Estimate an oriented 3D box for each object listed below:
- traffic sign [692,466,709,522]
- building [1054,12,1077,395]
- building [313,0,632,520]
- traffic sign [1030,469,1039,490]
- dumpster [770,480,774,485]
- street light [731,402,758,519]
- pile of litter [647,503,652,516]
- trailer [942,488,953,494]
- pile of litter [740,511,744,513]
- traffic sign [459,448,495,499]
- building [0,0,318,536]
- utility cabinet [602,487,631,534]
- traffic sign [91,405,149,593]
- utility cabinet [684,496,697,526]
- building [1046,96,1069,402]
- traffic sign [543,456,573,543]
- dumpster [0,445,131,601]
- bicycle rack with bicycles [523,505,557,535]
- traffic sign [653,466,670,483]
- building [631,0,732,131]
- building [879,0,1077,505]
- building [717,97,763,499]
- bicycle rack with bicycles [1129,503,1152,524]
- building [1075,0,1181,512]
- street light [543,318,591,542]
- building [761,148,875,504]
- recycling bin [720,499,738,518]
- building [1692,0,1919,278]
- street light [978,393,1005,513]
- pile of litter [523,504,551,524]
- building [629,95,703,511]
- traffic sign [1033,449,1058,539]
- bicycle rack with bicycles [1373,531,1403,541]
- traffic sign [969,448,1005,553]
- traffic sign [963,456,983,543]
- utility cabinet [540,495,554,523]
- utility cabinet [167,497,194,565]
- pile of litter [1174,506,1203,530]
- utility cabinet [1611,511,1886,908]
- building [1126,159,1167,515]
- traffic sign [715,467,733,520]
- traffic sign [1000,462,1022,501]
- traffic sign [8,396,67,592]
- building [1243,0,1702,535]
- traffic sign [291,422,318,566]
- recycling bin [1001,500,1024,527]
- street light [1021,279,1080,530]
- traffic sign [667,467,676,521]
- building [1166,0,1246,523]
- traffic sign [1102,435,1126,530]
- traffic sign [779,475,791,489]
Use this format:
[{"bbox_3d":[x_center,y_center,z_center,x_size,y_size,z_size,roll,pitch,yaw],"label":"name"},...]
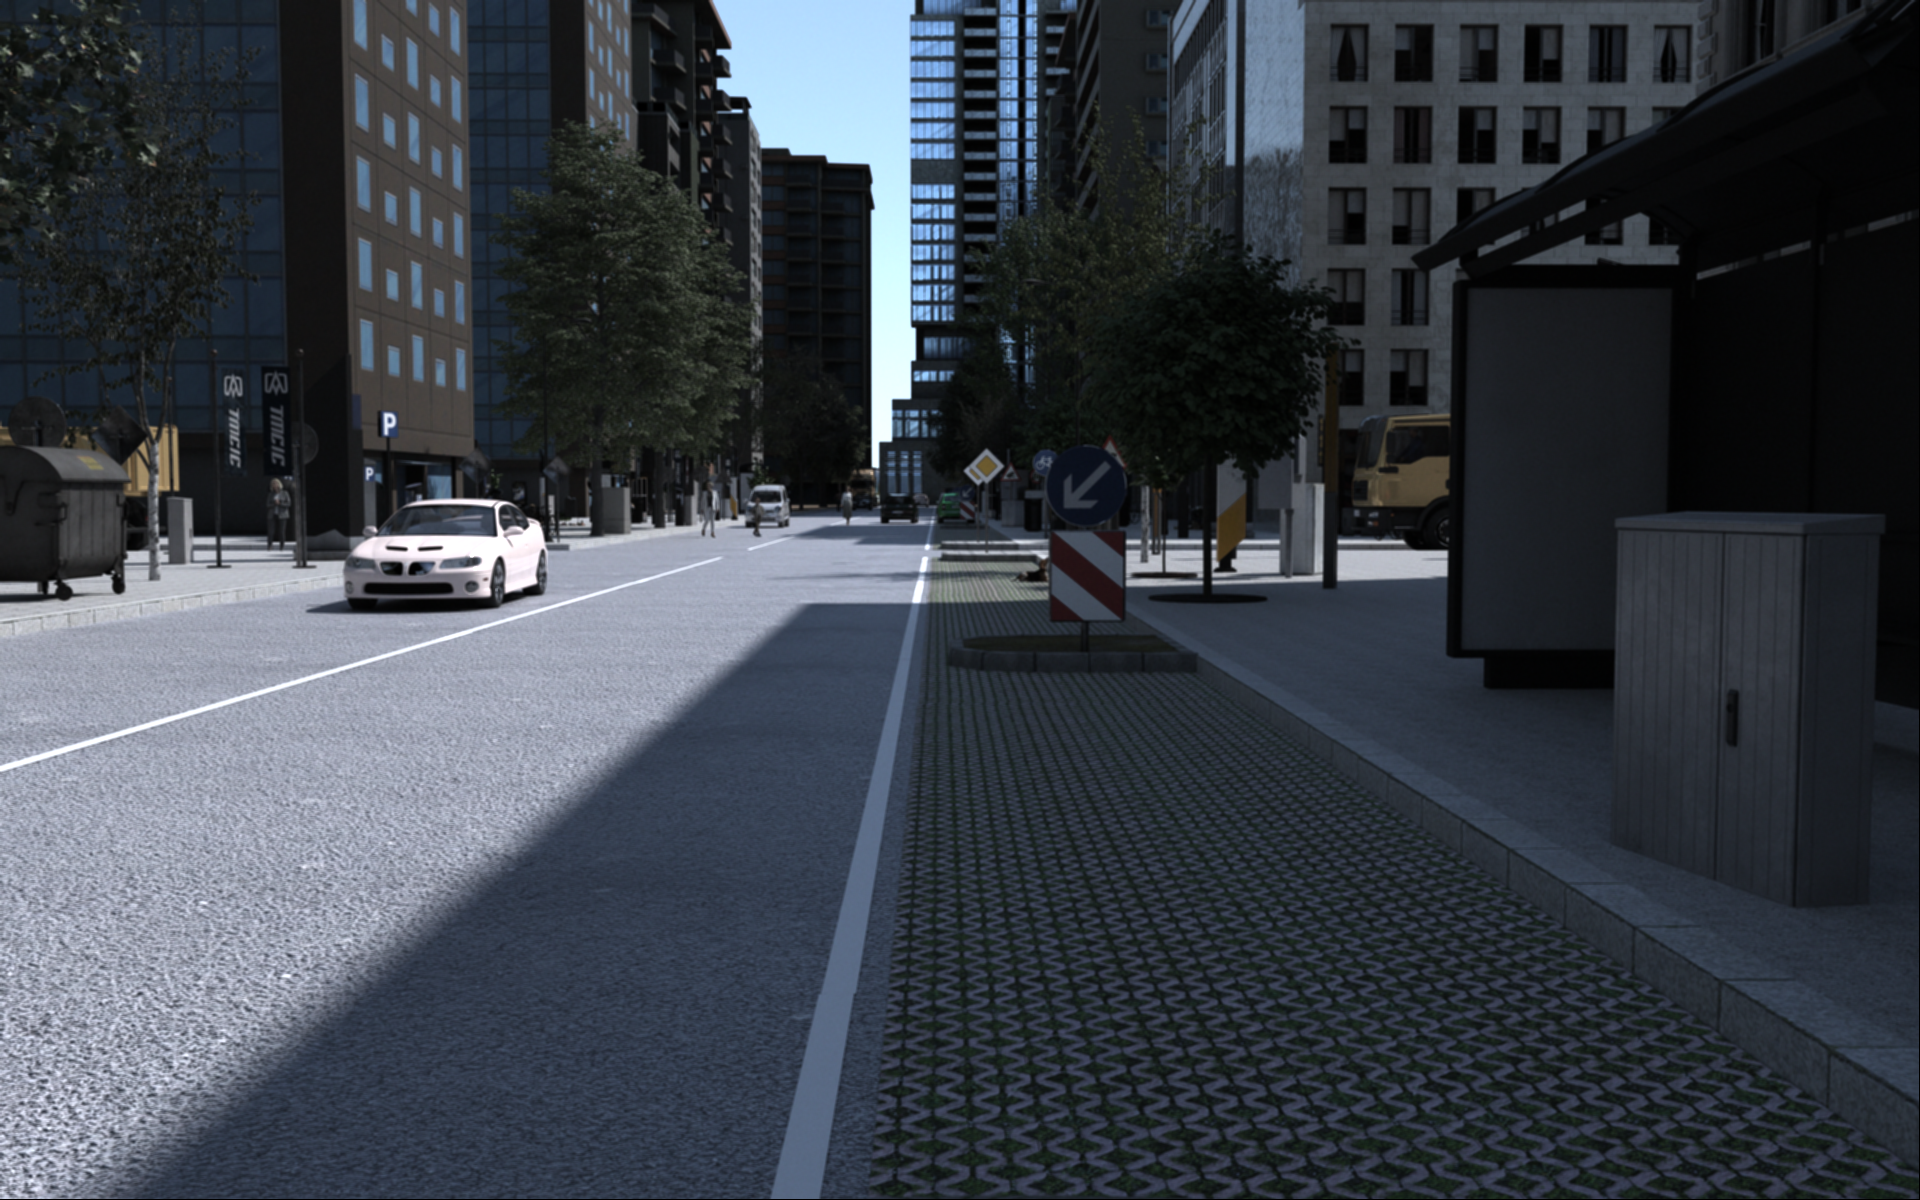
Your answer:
[{"bbox_3d":[-11.722,-4.783,78.307,0.768,2.556,0.104,0,4,1],"label":"traffic sign"},{"bbox_3d":[20.045,-30.801,158.214,22.147,44.769,28.867,0,4,-1],"label":"building"},{"bbox_3d":[-26.953,-27.476,99.342,14.600,45.320,14.200,0,4,-1],"label":"building"},{"bbox_3d":[3.816,-5.207,85.239,0.768,2.556,0.104,0,4,7],"label":"traffic sign"},{"bbox_3d":[-13.465,-7.179,119.867,1.502,2.255,1.985,0,4,-1],"label":"dumpster"},{"bbox_3d":[-10.876,-7.031,87.491,1.470,5.913,1.316,0,4,-1],"label":"street light"},{"bbox_3d":[-18.080,-5.344,101.335,1.176,0.858,1.719,0,4,-6],"label":"pile of litter"},{"bbox_3d":[-1.168,-9.651,164.835,1.471,1.999,3.904,0,4,-2],"label":"trailer"},{"bbox_3d":[-15.139,-6.475,119.824,1.176,0.858,1.719,1,4,22],"label":"pile of litter"},{"bbox_3d":[-10.465,-2.074,37.554,0.795,2.450,0.064,0,4,-1],"label":"traffic sign"},{"bbox_3d":[-25.638,-24.996,58.792,14.600,45.320,14.200,0,4,-1],"label":"building"},{"bbox_3d":[-10.971,-2.831,54.961,1.173,1.500,0.318,2,4,34],"label":"utility cabinet"},{"bbox_3d":[-10.907,-1.303,22.496,0.795,2.450,0.064,0,4,7],"label":"traffic sign"},{"bbox_3d":[-10.927,-3.615,70.262,0.306,1.237,1.020,0,4,4],"label":"utility cabinet"},{"bbox_3d":[16.004,-30.464,181.687,14.154,41.232,14.086,0,4,-1],"label":"building"},{"bbox_3d":[-10.567,-2.562,45.538,0.795,2.450,0.064,0,4,-1],"label":"traffic sign"},{"bbox_3d":[-11.288,-0.960,21.453,1.264,1.857,1.865,0,4,-1],"label":"dumpster"},{"bbox_3d":[-13.568,-2.465,53.680,2.852,0.926,2.925,2,4,29],"label":"bicycle rack with bicycles"},{"bbox_3d":[-13.265,-4.707,77.062,0.768,2.556,0.104,0,4,4],"label":"traffic sign"},{"bbox_3d":[-31.553,-30.275,149.625,22.147,44.769,28.867,0,4,-1],"label":"building"},{"bbox_3d":[5.411,-55.595,221.655,31.000,86.520,22.319,0,4,-1],"label":"building"},{"bbox_3d":[-27.961,-30.399,180.625,14.086,41.232,14.154,0,4,-1],"label":"building"},{"bbox_3d":[6.601,-3.698,73.844,2.852,0.926,2.925,-2,4,-34],"label":"bicycle rack with bicycles"},{"bbox_3d":[20.326,-31.119,132.497,21.300,48.544,21.600,0,4,-1],"label":"building"},{"bbox_3d":[-10.449,-4.489,45.941,1.470,5.913,1.316,0,4,-1],"label":"street light"},{"bbox_3d":[-25.569,-34.702,222.005,28.867,44.769,22.147,0,4,-1],"label":"building"},{"bbox_3d":[-12.209,-4.828,91.497,0.722,1.027,0.722,-3,4,-37],"label":"recycling bin"},{"bbox_3d":[17.082,-11.632,19.055,11.050,23.489,19.941,0,4,-1],"label":"building"},{"bbox_3d":[1.493,-6.516,79.073,1.470,5.913,1.316,0,4,-1],"label":"street light"},{"bbox_3d":[-18.382,-3.692,74.321,1.719,0.858,1.176,0,4,4],"label":"pile of litter"},{"bbox_3d":[-27.092,-21.780,127.809,14.160,30.474,14.107,0,4,-1],"label":"building"},{"bbox_3d":[2.460,-3.016,49.422,0.768,2.556,0.104,0,4,3],"label":"traffic sign"},{"bbox_3d":[12.707,-2.117,47.996,2.925,0.926,2.852,-1,4,-21],"label":"bicycle rack with bicycles"},{"bbox_3d":[0.578,-2.081,37.675,0.795,2.450,0.064,0,4,-1],"label":"traffic sign"},{"bbox_3d":[0.476,-2.570,45.659,0.795,2.450,0.064,0,4,-1],"label":"traffic sign"},{"bbox_3d":[-18.213,-3.991,76.412,0.306,1.237,1.020,0,4,6],"label":"utility cabinet"},{"bbox_3d":[-14.400,-1.276,32.017,0.306,1.237,1.020,-1,4,-16],"label":"utility cabinet"},{"bbox_3d":[8.393,-2.973,62.578,1.176,0.858,1.719,-1,4,-13],"label":"pile of litter"},{"bbox_3d":[2.610,0.325,5.851,0.306,1.237,1.020,-1,4,-11],"label":"utility cabinet"},{"bbox_3d":[17.374,-17.401,103.592,14.460,24.649,34.723,0,4,-1],"label":"building"},{"bbox_3d":[-11.507,-5.157,84.315,0.884,2.594,0.081,0,4,2],"label":"traffic sign"},{"bbox_3d":[2.058,-4.286,70.075,0.884,2.594,0.081,0,4,1],"label":"traffic sign"},{"bbox_3d":[-12.005,-1.372,22.545,0.768,2.556,0.104,0,4,2],"label":"traffic sign"},{"bbox_3d":[18.934,-12.484,58.860,16.860,20.320,10.420,0,4,-1],"label":"building"},{"bbox_3d":[-11.745,-1.871,30.699,0.768,2.556,0.104,0,4,5],"label":"traffic sign"},{"bbox_3d":[2.106,-3.381,67.834,0.722,1.027,0.722,3,5,44],"label":"recycling bin"},{"bbox_3d":[2.014,-3.982,37.643,1.470,5.913,1.316,0,4,-1],"label":"street light"},{"bbox_3d":[-13.506,-4.897,80.173,0.768,2.556,0.104,0,4,5],"label":"traffic sign"},{"bbox_3d":[16.402,-15.797,76.297,12.078,24.808,19.932,0,4,-1],"label":"building"},{"bbox_3d":[3.281,-2.324,38.003,0.884,2.594,0.081,0,4,3],"label":"traffic sign"},{"bbox_3d":[-11.563,-6.994,114.465,0.768,2.556,0.104,0,4,1],"label":"traffic sign"}]
